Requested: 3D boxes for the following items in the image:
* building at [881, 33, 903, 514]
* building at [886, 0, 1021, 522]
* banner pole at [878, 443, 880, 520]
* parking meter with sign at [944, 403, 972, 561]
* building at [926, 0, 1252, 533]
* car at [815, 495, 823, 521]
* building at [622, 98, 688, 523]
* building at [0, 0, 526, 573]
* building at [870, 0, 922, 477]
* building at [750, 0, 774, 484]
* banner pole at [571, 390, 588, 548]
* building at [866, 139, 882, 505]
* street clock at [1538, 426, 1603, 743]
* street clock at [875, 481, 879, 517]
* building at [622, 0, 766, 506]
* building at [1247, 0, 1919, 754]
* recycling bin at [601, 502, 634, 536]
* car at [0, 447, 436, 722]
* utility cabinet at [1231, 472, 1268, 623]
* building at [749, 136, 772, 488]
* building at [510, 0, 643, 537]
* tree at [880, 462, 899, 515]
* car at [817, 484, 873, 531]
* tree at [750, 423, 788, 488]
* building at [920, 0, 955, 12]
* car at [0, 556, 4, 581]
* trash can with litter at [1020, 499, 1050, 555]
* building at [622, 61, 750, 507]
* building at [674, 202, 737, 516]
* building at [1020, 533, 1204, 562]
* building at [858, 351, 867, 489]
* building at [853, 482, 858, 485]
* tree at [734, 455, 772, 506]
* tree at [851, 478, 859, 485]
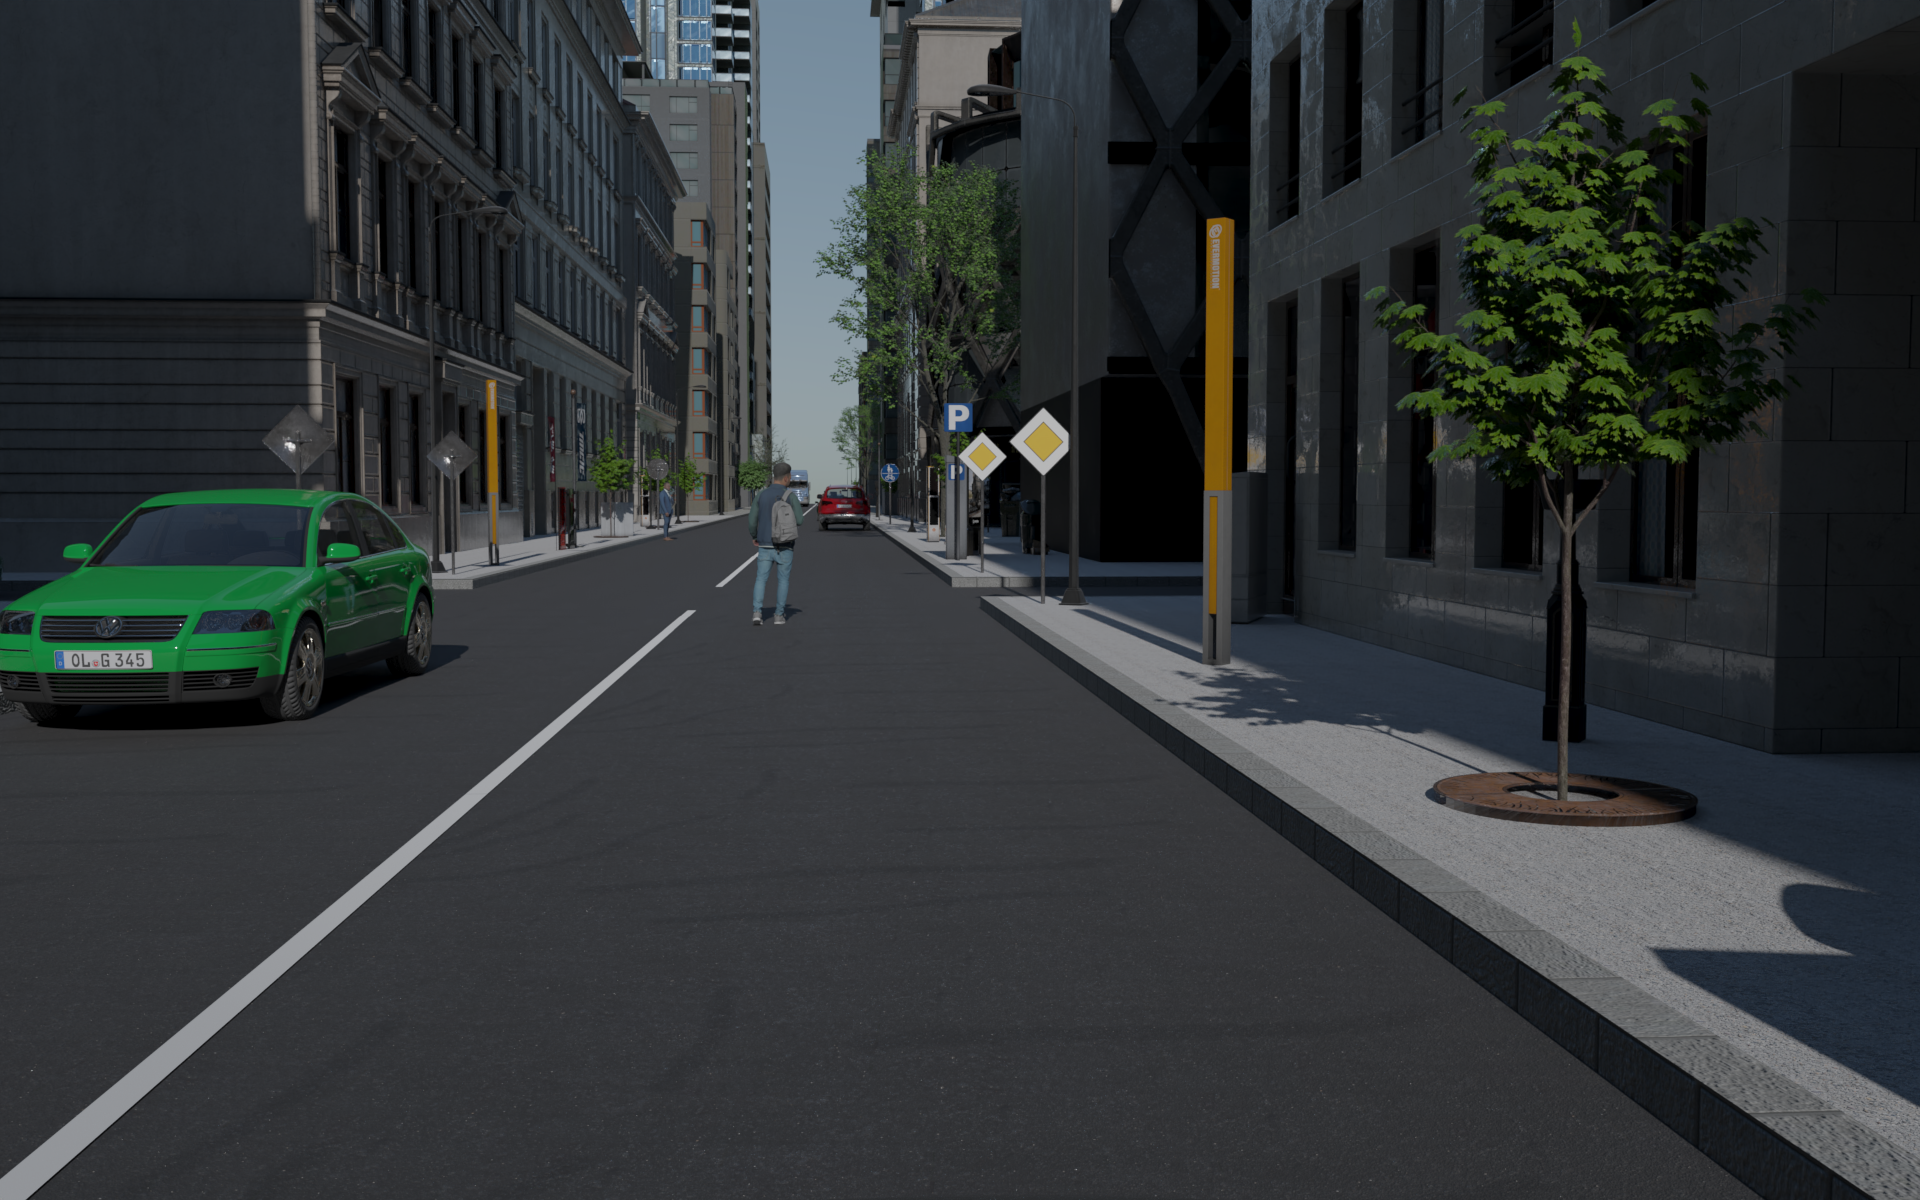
[{"bbox_3d":[1.838,-20.879,113.079,14.160,30.474,14.107,0,4,-4],"label":"building"},{"bbox_3d":[2.821,-17.936,90.521,12.463,27.353,25.104,0,4,-4],"label":"building"},{"bbox_3d":[-3.966,-5.795,84.768,0.401,3.779,0.863,0,4,-6],"label":"banner pole"},{"bbox_3d":[-0.054,-2.317,34.138,0.543,3.016,1.738,0,4,-1],"label":"parking meter with sign"},{"bbox_3d":[6.975,-12.382,69.890,16.820,18.784,16.811,0,4,-4],"label":"building"},{"bbox_3d":[-6.797,-5.090,93.014,2.009,1.686,4.222,0,4,-3],"label":"car"},{"bbox_3d":[-20.252,-15.324,86.711,11.583,22.565,21.152,0,4,-4],"label":"building"},{"bbox_3d":[-15.789,-10.528,36.754,10.561,19.102,19.286,0,4,-4],"label":"building"},{"bbox_3d":[6.208,-35.198,164.732,28.713,52.752,27.495,0,4,-4],"label":"building"},{"bbox_3d":[-36.596,-49.492,247.445,20.563,71.187,20.611,0,4,-4],"label":"building"},{"bbox_3d":[-9.205,-3.169,41.828,0.401,3.779,0.863,1,4,16],"label":"banner pole"},{"bbox_3d":[-3.911,-31.744,202.616,14.154,41.232,14.086,0,4,-4],"label":"building"},{"bbox_3d":[3.153,-0.270,8.978,0.358,2.002,0.471,2,4,30],"label":"street clock"},{"bbox_3d":[-4.538,-5.542,95.176,0.358,2.002,0.471,0,4,2],"label":"street clock"},{"bbox_3d":[-33.597,-54.232,199.372,22.319,86.520,31.000,0,4,-4],"label":"building"},{"bbox_3d":[8.995,-9.537,10.678,10.420,20.320,16.860,0,4,-4],"label":"building"},{"bbox_3d":[-10.411,-2.449,52.601,0.722,1.027,0.722,3,5,42],"label":"recycling bin"},{"bbox_3d":[-5.068,-0.215,12.316,1.959,1.807,4.718,0,4,-3],"label":"car"},{"bbox_3d":[2.871,-0.544,17.571,0.318,1.500,1.173,1,4,19],"label":"utility cabinet"},{"bbox_3d":[-35.752,-36.880,226.694,21.300,48.544,21.600,0,4,-4],"label":"building"},{"bbox_3d":[-20.814,-13.929,61.027,16.112,22.955,30.059,0,4,-4],"label":"building"},{"bbox_3d":[-4.221,-6.745,104.884,1.663,3.219,1.824,0,3,0],"label":"tree"},{"bbox_3d":[-4.602,-3.707,69.286,2.281,1.827,5.304,0,4,-3],"label":"car"},{"bbox_3d":[-19.781,-13.946,178.383,4.360,8.622,3.978,0,3,0],"label":"tree"},{"bbox_3d":[5.745,-50.258,134.389,22.319,86.520,31.000,0,4,-4],"label":"building"},{"bbox_3d":[-15.792,-0.732,23.760,4.920,1.459,2.131,0,4,-4],"label":"car"},{"bbox_3d":[1.669,-1.558,36.855,0.624,1.170,1.055,-1,4,-16],"label":"trash can with litter"},{"bbox_3d":[-27.676,-29.542,166.609,14.154,41.232,14.086,0,4,-4],"label":"building"},{"bbox_3d":[-29.888,-16.587,116.243,27.650,21.520,28.899,0,4,-4],"label":"building"},{"bbox_3d":[10.569,-10.410,37.657,16.811,18.784,16.820,0,4,-4],"label":"building"},{"bbox_3d":[0.847,-23.260,225.344,27.650,21.520,28.899,0,4,-4],"label":"building"},{"bbox_3d":[0.643,-34.211,251.230,32.217,40.220,23.993,0,4,-4],"label":"building"},{"bbox_3d":[-17.444,-9.894,145.481,4.285,4.588,4.351,0,3,0],"label":"tree"},{"bbox_3d":[-12.416,-12.894,205.412,1.663,3.219,1.824,0,3,0],"label":"tree"}]
